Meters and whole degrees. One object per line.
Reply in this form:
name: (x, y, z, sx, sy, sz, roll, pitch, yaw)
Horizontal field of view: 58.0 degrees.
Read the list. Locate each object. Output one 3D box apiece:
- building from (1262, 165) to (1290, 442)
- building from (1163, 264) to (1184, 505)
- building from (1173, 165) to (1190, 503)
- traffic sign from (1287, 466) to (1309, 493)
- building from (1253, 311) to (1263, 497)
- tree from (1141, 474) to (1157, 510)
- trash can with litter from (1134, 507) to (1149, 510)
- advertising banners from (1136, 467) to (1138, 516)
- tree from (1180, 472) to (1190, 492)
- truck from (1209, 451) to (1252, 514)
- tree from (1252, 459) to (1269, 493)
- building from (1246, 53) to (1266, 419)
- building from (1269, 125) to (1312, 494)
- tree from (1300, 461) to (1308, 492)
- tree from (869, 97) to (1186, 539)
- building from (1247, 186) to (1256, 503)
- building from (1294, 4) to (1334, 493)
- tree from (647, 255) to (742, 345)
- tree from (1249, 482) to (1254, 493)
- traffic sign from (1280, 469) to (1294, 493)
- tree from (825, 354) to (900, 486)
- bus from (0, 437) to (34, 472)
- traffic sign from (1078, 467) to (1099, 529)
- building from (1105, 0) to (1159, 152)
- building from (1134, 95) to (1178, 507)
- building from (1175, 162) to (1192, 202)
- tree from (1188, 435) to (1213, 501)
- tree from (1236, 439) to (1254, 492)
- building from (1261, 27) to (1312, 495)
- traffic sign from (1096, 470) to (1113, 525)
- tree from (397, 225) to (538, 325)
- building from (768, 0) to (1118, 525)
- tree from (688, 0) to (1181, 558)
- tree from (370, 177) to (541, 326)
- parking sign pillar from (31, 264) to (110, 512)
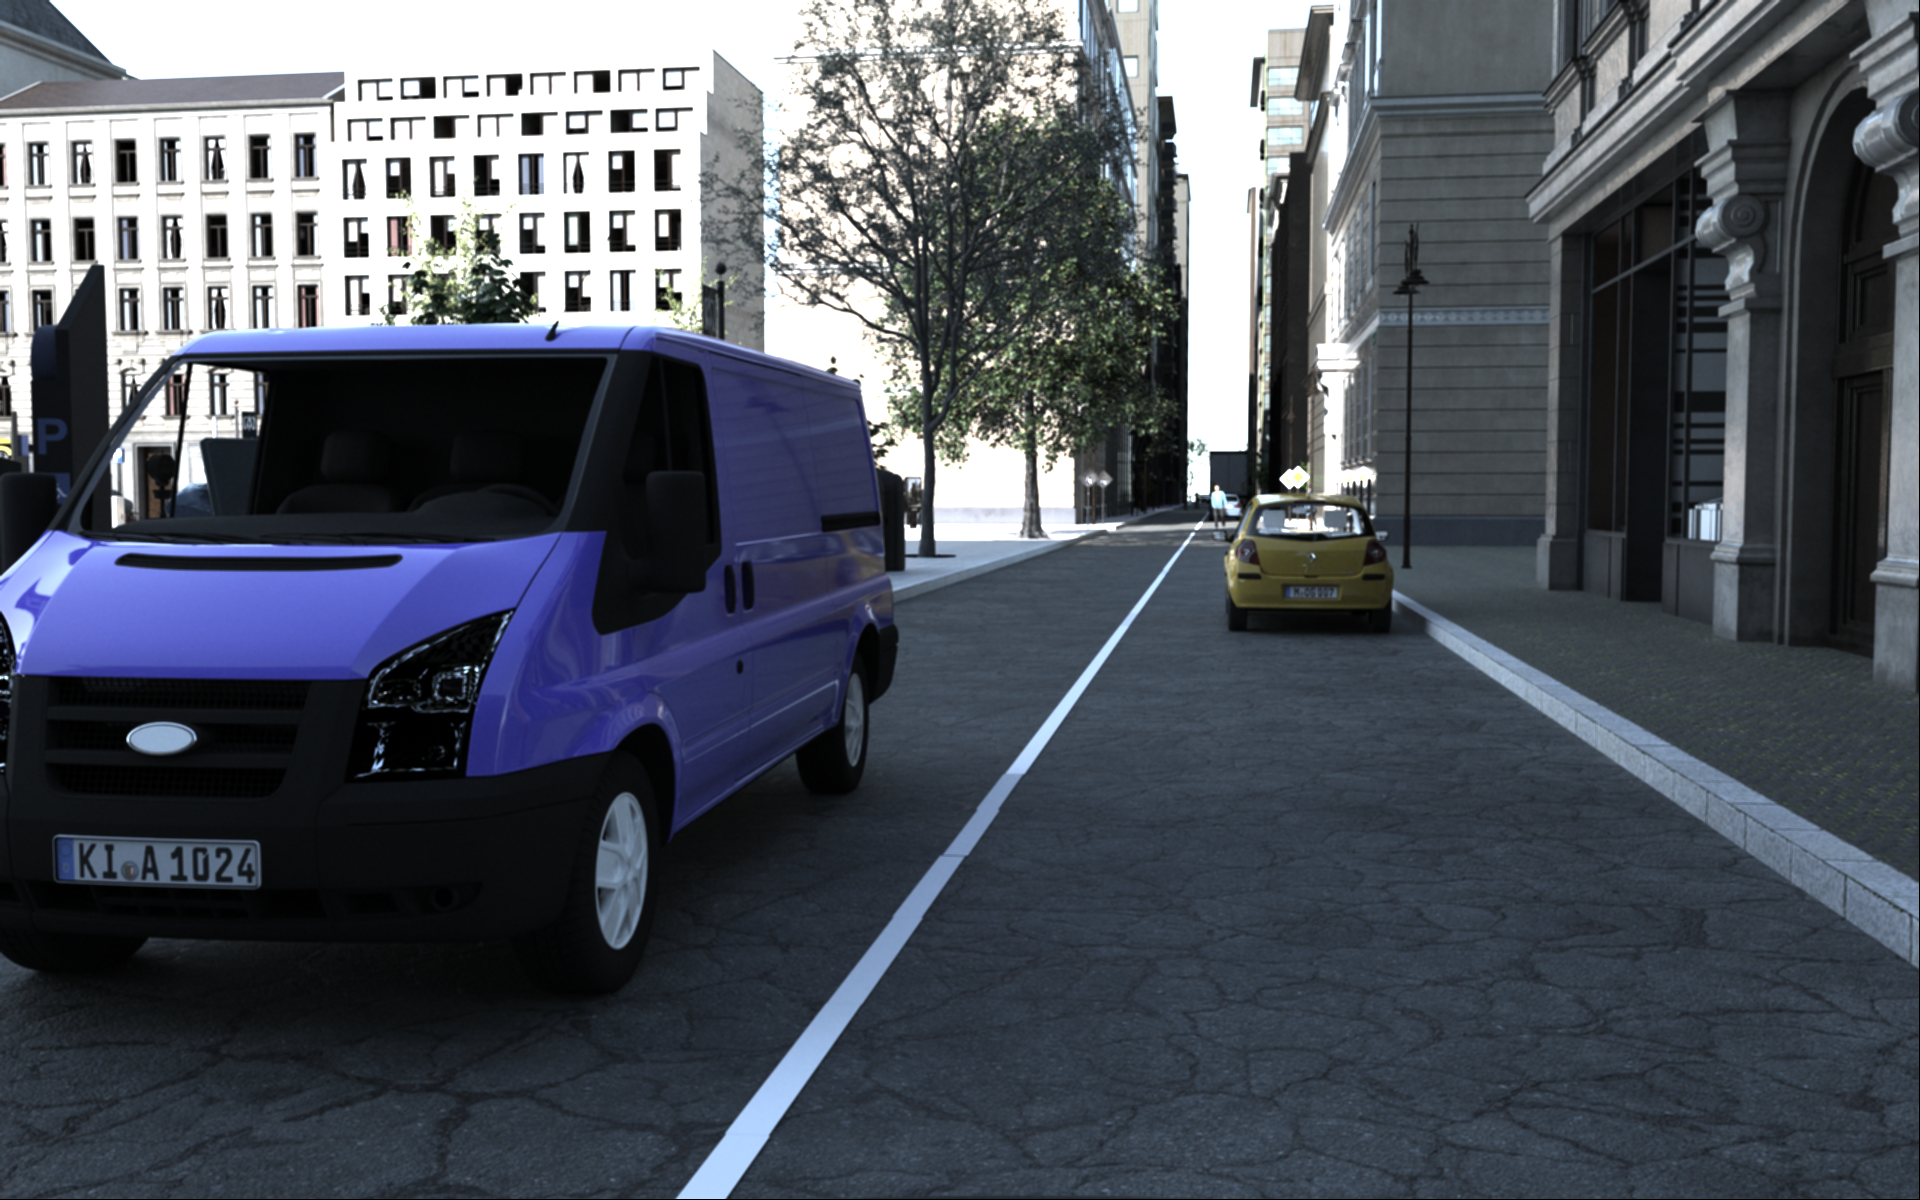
building: (30.149, -21.014, 130.973, 14.401, 28.519, 23.554, 1, 4, 9)
building: (19.518, -26.794, 209.782, 14.160, 30.474, 14.107, 1, 4, 9)
building: (22.726, -38.591, 254.658, 21.300, 48.544, 21.600, 1, 4, 9)
traffic sign: (12.163, -3.591, 62.363, 0.795, 2.450, 0.064, 1, 4, 9)
building: (44.154, -20.242, 176.003, 27.650, 21.520, 28.899, 1, 4, 9)
tree: (15.566, -9.109, 143.539, 1.663, 3.219, 1.824, 0, 3, 0)
trash can with litter: (14.357, -7.833, 139.127, 2.233, 1.210, 1.678, 2, 4, 26)
advertising banners: (10.221, -6.334, 99.752, 0.090, 3.025, 2.074, 0, 4, 6)
tree: (27.767, -14.600, 222.425, 4.285, 4.588, 4.351, 0, 3, 0)
truck: (18.266, -7.845, 117.171, 2.839, 4.237, 11.283, 1, 4, 10)
tree: (26.362, -9.970, 146.727, 4.285, 4.588, 4.351, 0, 3, 0)
building: (48.451, -37.545, 203.105, 28.713, 52.752, 27.495, 1, 4, 9)
building: (26.376, -17.216, 111.163, 12.332, 23.373, 15.834, 1, 4, 9)
tree: (17.709, -5.656, 87.074, 1.663, 3.219, 1.824, 0, 3, 0)
tree: (1.972, -8.126, 49.860, 9.611, 12.733, 9.660, 0, 3, 0)
building: (47.741, -36.339, 244.256, 14.600, 45.320, 14.200, 1, 4, 9)
building: (30.010, -14.794, 75.173, 30.059, 22.955, 16.112, 1, 4, 9)
tree: (-8.635, -6.324, 53.752, 4.737, 8.622, 4.395, 0, 3, 0)
tree: (38.966, -14.293, 228.284, 1.663, 3.219, 1.824, 0, 3, 0)
traffic sign: (13.359, -4.074, 70.258, 0.795, 2.450, 0.064, 1, 4, 9)
tree: (-1.655, -1.795, 23.949, 1.663, 3.219, 1.824, 0, 3, 0)
bus: (-45.169, -5.105, 75.015, 12.252, 3.916, 2.896, 0, 4, 8)
traffic sign: (4.707, -3.662, 63.509, 0.795, 2.450, 0.064, 1, 4, 9)
building: (4.514, -34.984, 161.227, 28.713, 52.752, 27.495, 1, 4, 9)
building: (12.333, -32.668, 188.739, 22.147, 44.769, 28.867, 1, 4, 9)
building: (22.497, -42.208, 279.344, 28.713, 52.752, 27.495, 1, 4, 9)
tree: (40.511, -23.082, 303.138, 9.928, 11.665, 9.643, 0, 3, 0)
tree: (39.043, -17.299, 233.204, 4.737, 8.622, 4.395, 0, 3, 0)
building: (34.257, -28.840, 155.131, 14.154, 41.232, 14.086, 1, 4, 9)
traffic sign: (5.903, -4.144, 71.404, 0.795, 2.450, 0.064, 1, 4, 9)
tree: (-3.323, -1.094, 12.494, 1.663, 3.219, 1.824, 0, 3, 0)
building: (0.080, -18.068, 81.312, 13.634, 28.700, 20.117, 1, 4, 9)
tree: (-0.523, -7.610, 34.790, 12.009, 13.543, 11.850, 0, 3, 0)
tree: (-12.024, -5.535, 40.864, 4.737, 8.622, 4.395, 0, 3, 0)
parking sign pillar: (-10.141, -1.915, 19.782, 1.447, 3.967, 1.447, -1, 4, -9)
